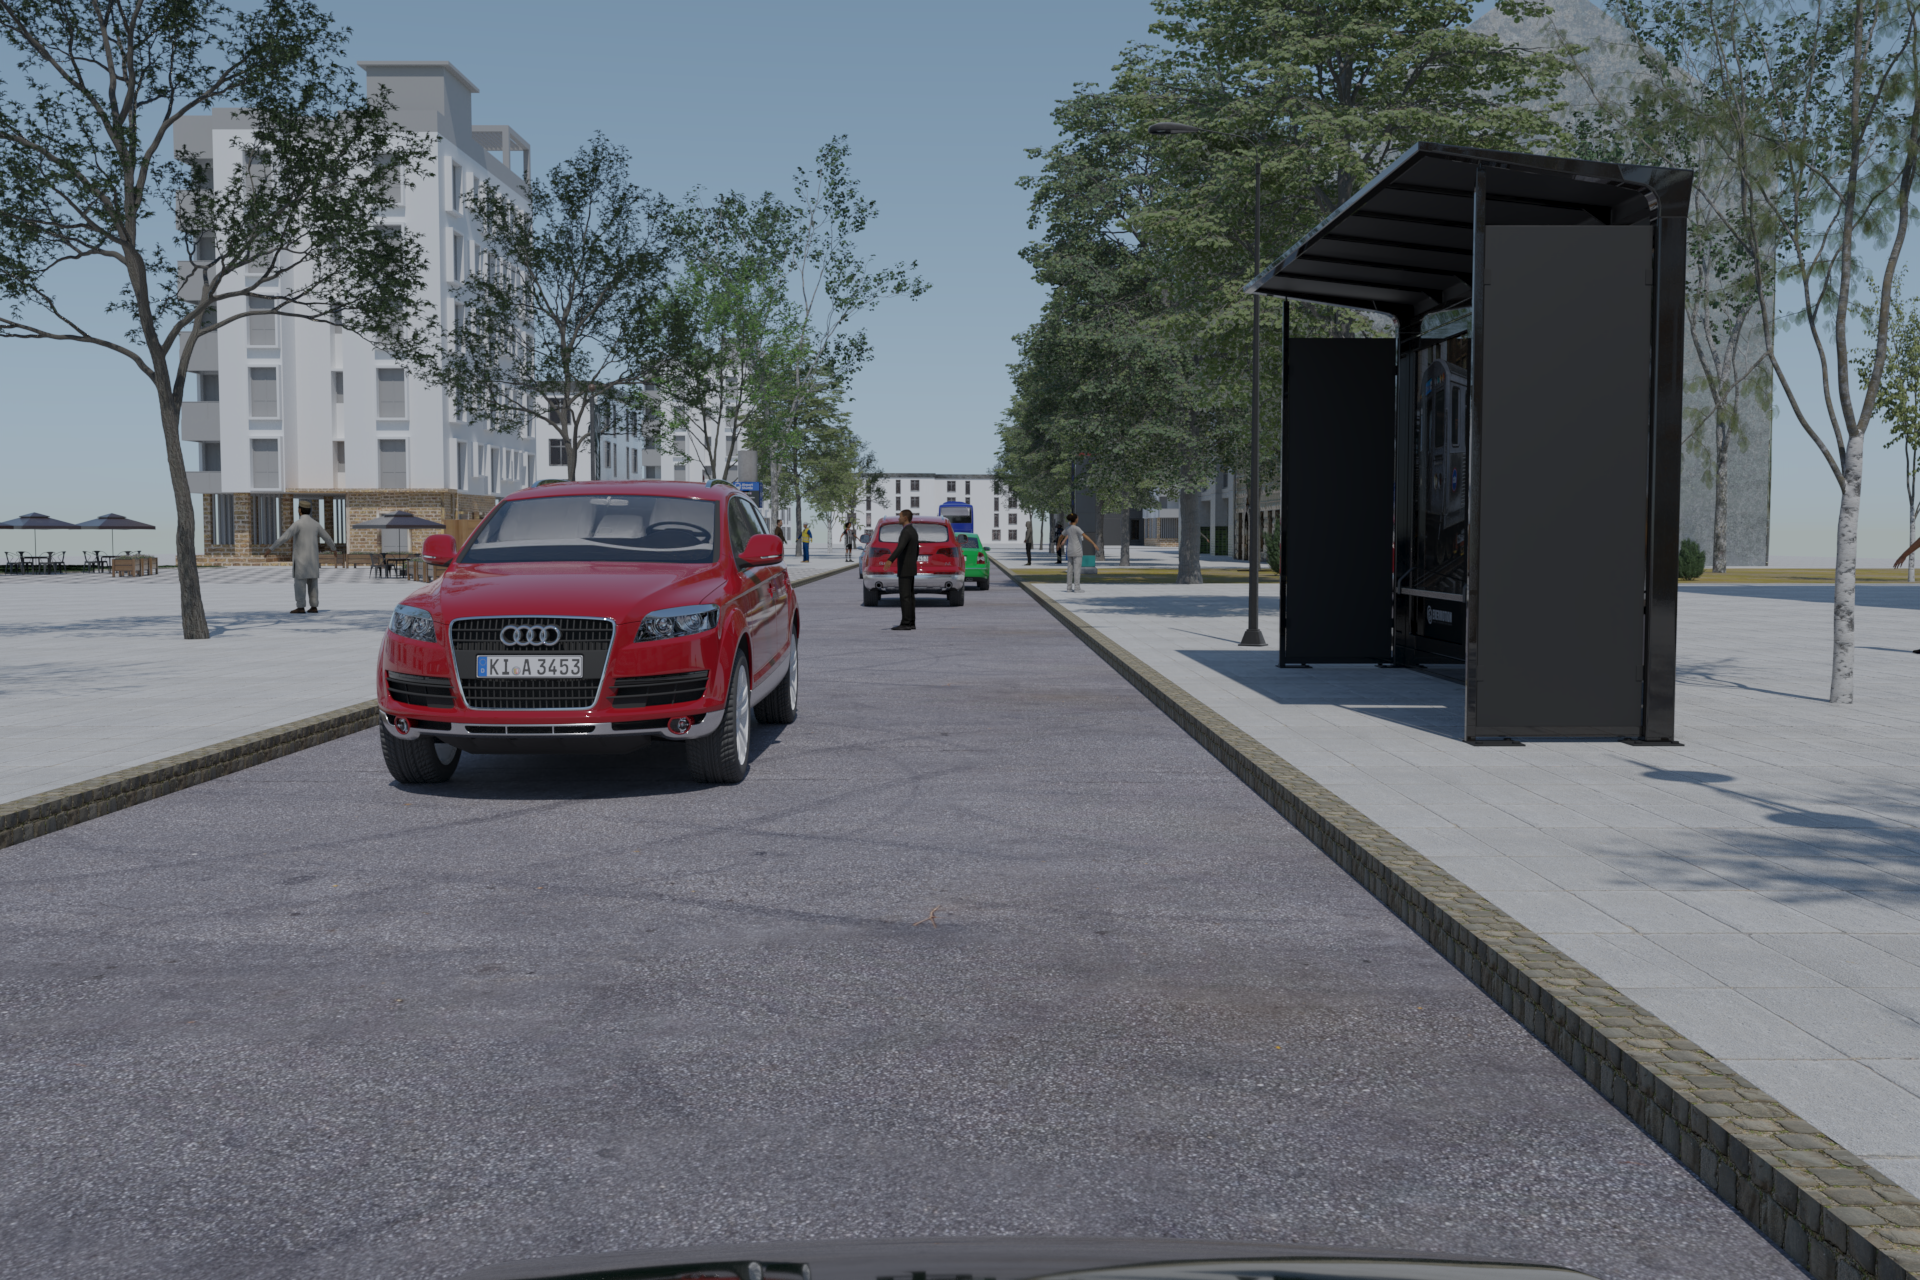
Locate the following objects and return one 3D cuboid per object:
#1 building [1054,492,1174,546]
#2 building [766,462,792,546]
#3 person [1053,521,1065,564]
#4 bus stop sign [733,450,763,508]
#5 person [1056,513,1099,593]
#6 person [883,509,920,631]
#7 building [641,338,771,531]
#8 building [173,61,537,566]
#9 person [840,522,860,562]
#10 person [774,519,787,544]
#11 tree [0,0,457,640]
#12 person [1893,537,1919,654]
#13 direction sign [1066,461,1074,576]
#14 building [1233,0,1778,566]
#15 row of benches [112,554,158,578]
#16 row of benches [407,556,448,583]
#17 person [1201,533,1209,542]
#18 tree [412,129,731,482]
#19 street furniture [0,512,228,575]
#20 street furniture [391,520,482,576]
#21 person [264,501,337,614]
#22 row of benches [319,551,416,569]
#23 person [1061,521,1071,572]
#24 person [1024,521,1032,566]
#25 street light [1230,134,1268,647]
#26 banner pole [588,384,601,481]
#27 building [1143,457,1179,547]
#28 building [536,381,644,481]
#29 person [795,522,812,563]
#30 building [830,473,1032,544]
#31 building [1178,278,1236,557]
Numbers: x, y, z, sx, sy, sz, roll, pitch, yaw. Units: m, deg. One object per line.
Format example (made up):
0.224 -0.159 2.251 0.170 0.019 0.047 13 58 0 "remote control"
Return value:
24.515 -22.184 206.683 27.936 21.610 32.646 0 4 0 "building"
-23.908 -15.790 200.312 9.099 9.664 28.070 0 4 0 "building"
4.235 -4.211 74.630 0.705 1.856 1.354 0 4 -6 "person"
-6.712 -4.026 54.845 0.837 3.901 0.837 0 4 0 "bus stop sign"
2.561 -1.912 38.034 0.721 1.739 1.217 -3 5 -44 "person"
-0.823 -1.051 25.863 0.704 1.802 1.346 1 4 16 "person"
-24.609 -19.049 167.871 16.016 20.090 11.380 0 4 -1 "building"
-25.535 -13.108 70.732 16.016 20.090 11.380 0 4 1 "building"
-5.067 -4.467 79.172 0.704 1.843 1.345 3 5 41 "person"
-6.397 -3.396 61.658 0.704 1.812 1.346 0 4 7 "person"
-9.662 -5.296 21.003 7.601 10.594 8.767 1 4 19 "tree"
10.380 -0.768 18.340 0.704 1.855 1.343 0 4 -3 "person"
3.421 -3.710 52.650 0.379 3.537 0.876 0 4 -1 "direction sign"
22.931 -15.064 77.221 19.493 23.208 18.063 0 4 0 "building"
-25.239 -2.295 52.991 1.422 0.672 4.104 -1 4 -15 "row of benches"
-14.086 -1.882 46.226 1.422 0.672 4.104 -2 4 -27 "row of benches"
10.382 -4.312 76.778 1.348 1.796 0.705 -1 4 -11 "person"
-8.600 -6.411 39.235 7.601 10.594 8.767 -3 4 -38 "tree"
-33.448 -2.876 52.048 14.083 1.986 27.439 0 4 1 "street furniture"
-14.657 -3.074 57.117 11.010 1.723 9.812 0 4 -2 "street furniture"
-10.610 -1.342 28.028 0.704 1.819 1.344 2 4 33 "person"
-22.139 -2.998 64.484 4.104 0.672 1.422 1 4 10 "row of benches"
3.760 -3.212 58.645 0.704 1.817 1.347 2 4 23 "person"
2.752 -3.931 70.401 0.705 1.813 1.348 0 4 7 "person"
3.906 -2.884 19.696 1.470 5.913 1.316 0 4 0 "street light"
-6.143 -2.399 29.247 0.401 3.779 0.863 0 4 1 "banner pole"
24.815 -20.090 184.887 16.016 20.090 11.380 0 4 0 "building"
-24.399 -10.202 108.949 9.099 9.664 28.070 0 4 0 "building"
-6.953 -4.391 77.769 0.705 1.833 1.349 -3 4 -37 "person"
-3.947 -17.981 238.585 28.070 9.664 9.099 0 4 -7 "building"
23.579 -14.553 104.398 16.747 18.905 31.486 0 3 0 "building"
